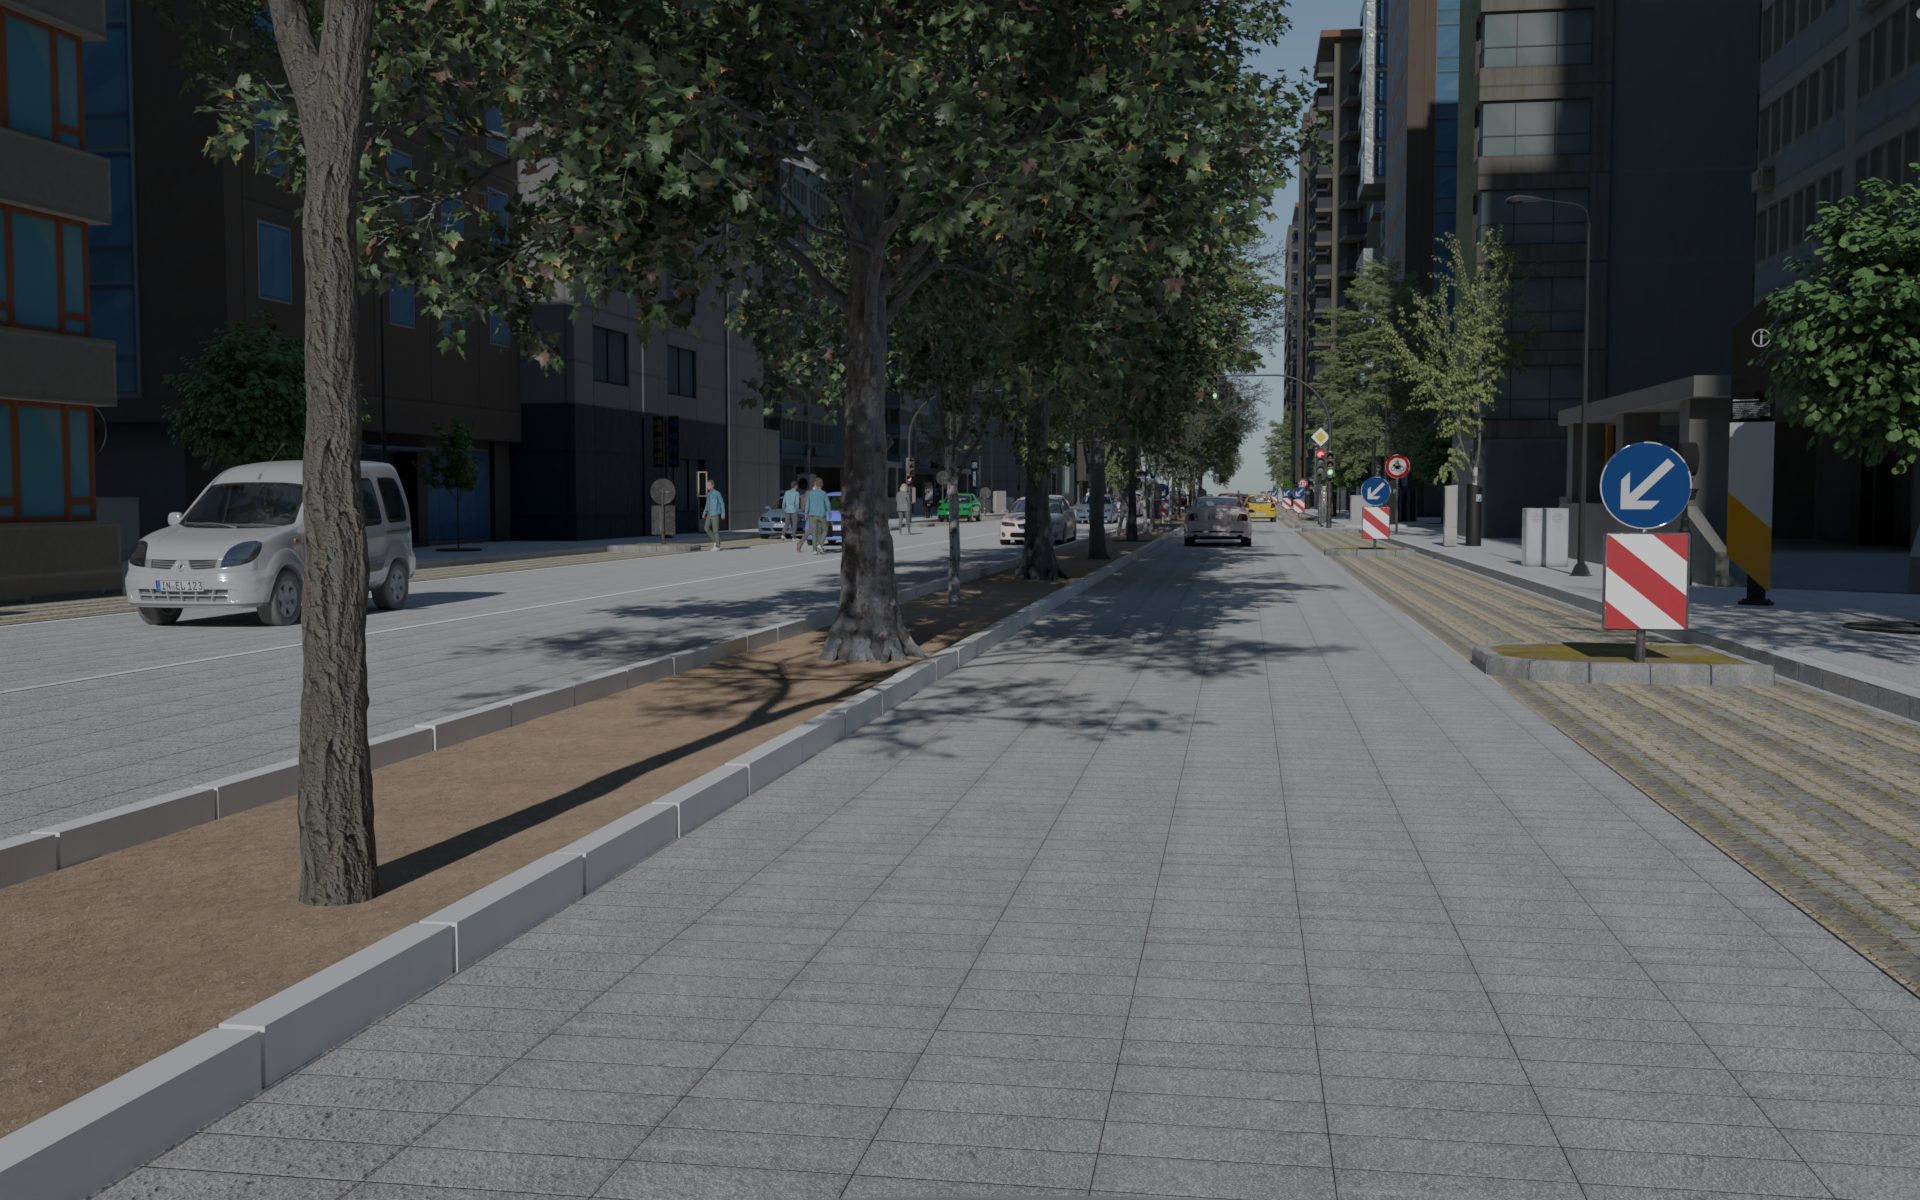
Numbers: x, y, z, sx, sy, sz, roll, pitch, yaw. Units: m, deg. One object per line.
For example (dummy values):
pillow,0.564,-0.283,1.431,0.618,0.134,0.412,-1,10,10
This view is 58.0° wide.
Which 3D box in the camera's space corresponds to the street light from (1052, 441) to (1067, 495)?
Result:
street light,8.659,-10.969,151.876,1.470,5.913,1.316,1,4,9

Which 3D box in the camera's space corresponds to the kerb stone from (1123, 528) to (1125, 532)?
kerb stone,5.882,-2.540,63.720,0.120,0.150,1.000,1,4,9

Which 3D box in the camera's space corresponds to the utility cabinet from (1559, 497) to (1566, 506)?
utility cabinet,15.296,-1.937,42.824,1.020,1.237,0.306,-2,4,-25

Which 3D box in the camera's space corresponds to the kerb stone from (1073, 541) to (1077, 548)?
kerb stone,2.903,-1.425,45.487,0.120,0.150,1.000,1,4,9

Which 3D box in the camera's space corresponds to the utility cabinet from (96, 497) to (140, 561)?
utility cabinet,-16.166,-1.335,32.986,0.306,1.237,1.020,2,4,28

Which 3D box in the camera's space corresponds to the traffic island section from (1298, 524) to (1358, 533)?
traffic island section,13.975,-2.646,65.545,2.009,0.180,2.903,1,4,9

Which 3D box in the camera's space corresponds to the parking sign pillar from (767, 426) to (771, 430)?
parking sign pillar,-7.841,-4.892,68.451,1.447,3.967,1.447,1,4,12

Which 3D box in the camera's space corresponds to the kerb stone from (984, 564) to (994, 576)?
kerb stone,0.413,-0.497,30.324,0.120,0.150,1.000,1,4,9

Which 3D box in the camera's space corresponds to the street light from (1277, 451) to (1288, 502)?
street light,34.898,-12.978,184.732,1.470,5.913,1.316,1,4,9

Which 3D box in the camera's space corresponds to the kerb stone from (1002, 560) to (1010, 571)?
kerb stone,0.752,-0.619,32.341,0.120,0.150,1.000,1,4,9

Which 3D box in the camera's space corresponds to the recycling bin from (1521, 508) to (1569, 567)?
recycling bin,10.421,-1.119,30.857,0.722,1.027,0.722,1,4,12

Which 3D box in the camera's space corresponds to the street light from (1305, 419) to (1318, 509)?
street light,22.352,-8.274,107.816,1.470,5.913,1.316,1,4,9

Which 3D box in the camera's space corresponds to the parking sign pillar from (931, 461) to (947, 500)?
parking sign pillar,-1.479,-9.487,143.583,1.447,3.967,1.447,2,4,31

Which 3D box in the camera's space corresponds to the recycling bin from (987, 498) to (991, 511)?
recycling bin,2.205,-6.822,124.094,0.722,1.027,0.722,2,4,30

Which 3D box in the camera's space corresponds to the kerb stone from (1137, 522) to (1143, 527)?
kerb stone,8.124,-3.377,77.427,0.120,0.150,1.000,1,4,9

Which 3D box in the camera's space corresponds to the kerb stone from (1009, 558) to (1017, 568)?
kerb stone,0.918,-0.678,33.354,0.120,0.150,1.000,1,4,9

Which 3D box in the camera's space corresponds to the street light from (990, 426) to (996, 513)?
street light,2.660,-8.713,115.004,1.470,5.913,1.316,1,4,9

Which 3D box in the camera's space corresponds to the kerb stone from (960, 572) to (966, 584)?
kerb stone,-0.082,-0.312,27.290,0.120,0.150,1.000,1,4,9

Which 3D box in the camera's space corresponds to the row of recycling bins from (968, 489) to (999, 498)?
row of recycling bins,1.623,-7.909,136.424,3.534,1.692,1.069,-3,4,-36

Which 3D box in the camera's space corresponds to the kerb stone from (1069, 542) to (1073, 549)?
kerb stone,2.736,-1.363,44.479,0.120,0.150,1.000,1,4,9

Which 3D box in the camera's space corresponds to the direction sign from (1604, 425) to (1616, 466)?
direction sign,18.124,-3.451,48.416,0.876,3.537,0.379,1,4,13

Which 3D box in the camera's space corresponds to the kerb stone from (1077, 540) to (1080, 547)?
kerb stone,3.055,-1.487,46.514,0.120,0.150,1.000,1,4,9

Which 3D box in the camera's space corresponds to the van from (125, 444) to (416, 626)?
van,-7.929,-0.805,20.169,2.013,2.044,4.112,0,4,8

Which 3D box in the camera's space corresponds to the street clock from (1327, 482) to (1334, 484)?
street clock,21.535,-5.878,100.668,0.471,2.002,0.358,-3,5,-41

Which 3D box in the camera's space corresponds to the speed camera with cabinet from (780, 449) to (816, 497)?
speed camera with cabinet,-7.408,-5.057,77.018,2.038,3.252,0.660,2,4,28

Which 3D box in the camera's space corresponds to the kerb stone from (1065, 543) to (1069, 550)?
kerb stone,2.567,-1.300,43.465,0.120,0.150,1.000,1,4,9

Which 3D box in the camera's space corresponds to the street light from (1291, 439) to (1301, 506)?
street light,28.772,-10.659,146.819,1.470,5.913,1.316,1,4,9

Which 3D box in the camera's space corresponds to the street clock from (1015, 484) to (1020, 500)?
street clock,4.198,-7.468,126.678,0.358,2.002,0.471,2,4,30

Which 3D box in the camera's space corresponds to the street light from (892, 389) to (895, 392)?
street light,-3.564,-6.372,76.724,1.470,5.913,1.316,1,4,9

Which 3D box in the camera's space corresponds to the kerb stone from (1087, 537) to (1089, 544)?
kerb stone,3.563,-1.673,49.553,0.120,0.150,1.000,1,4,9

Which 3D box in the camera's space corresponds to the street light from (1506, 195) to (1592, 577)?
street light,9.188,-3.333,27.037,1.470,5.913,1.316,1,4,9

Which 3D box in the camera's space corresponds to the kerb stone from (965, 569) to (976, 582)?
kerb stone,0.082,-0.373,28.299,0.120,0.150,1.000,1,4,9

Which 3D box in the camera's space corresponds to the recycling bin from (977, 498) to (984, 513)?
recycling bin,1.146,-6.476,118.434,0.722,1.027,0.722,-3,5,-44

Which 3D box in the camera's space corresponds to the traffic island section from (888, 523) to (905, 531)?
traffic island section,-3.534,-2.821,68.403,2.009,0.180,2.903,1,4,9

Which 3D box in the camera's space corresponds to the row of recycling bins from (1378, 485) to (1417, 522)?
row of recycling bins,20.260,-4.479,80.351,1.069,1.692,3.534,2,4,34

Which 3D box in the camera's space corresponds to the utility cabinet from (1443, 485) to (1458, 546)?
utility cabinet,12.039,-2.073,42.567,0.318,1.500,1.173,1,4,14

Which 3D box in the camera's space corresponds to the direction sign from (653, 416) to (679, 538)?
direction sign,-8.532,-3.568,50.331,0.876,3.537,0.379,2,4,24

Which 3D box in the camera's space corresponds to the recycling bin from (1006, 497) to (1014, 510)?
recycling bin,3.930,-7.858,141.026,0.722,1.027,0.722,3,5,44

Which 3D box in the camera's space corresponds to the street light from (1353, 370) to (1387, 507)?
street light,15.440,-5.661,65.103,1.470,5.913,1.316,1,4,9

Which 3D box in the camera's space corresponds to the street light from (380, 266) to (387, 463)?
street light,-10.626,-3.724,33.428,1.470,5.913,1.316,1,4,9

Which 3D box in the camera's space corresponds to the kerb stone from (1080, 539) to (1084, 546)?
kerb stone,3.228,-1.549,47.529,0.120,0.150,1.000,1,4,9

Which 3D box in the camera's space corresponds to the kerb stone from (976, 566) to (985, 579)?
kerb stone,0.249,-0.435,29.307,0.120,0.150,1.000,1,4,9

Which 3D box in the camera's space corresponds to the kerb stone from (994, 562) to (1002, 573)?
kerb stone,0.591,-0.557,31.332,0.120,0.150,1.000,1,4,9

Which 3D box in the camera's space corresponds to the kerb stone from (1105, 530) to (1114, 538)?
kerb stone,5.049,-2.228,58.664,0.120,0.150,1.000,1,4,9

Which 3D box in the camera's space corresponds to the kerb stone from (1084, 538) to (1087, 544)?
kerb stone,3.396,-1.607,48.538,0.120,0.150,1.000,1,4,9

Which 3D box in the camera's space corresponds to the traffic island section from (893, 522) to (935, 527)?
traffic island section,-2.245,-3.303,76.284,2.009,0.180,2.903,1,4,9

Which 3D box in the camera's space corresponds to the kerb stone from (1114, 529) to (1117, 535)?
kerb stone,5.221,-2.292,59.675,0.120,0.150,1.000,1,4,9

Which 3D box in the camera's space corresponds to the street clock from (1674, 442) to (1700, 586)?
street clock,10.150,-1.203,24.247,0.358,2.002,0.471,0,4,8

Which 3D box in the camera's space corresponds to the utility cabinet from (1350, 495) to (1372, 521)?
utility cabinet,19.214,-4.391,82.948,1.020,1.237,0.306,0,4,2

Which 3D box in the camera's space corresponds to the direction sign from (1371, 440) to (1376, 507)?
direction sign,17.560,-4.988,73.548,0.379,3.537,0.876,1,4,23

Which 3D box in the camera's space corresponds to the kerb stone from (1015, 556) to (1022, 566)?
kerb stone,1.079,-0.741,34.367,0.120,0.150,1.000,1,4,9

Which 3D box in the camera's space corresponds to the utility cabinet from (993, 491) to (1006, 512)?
utility cabinet,2.793,-6.971,122.657,0.318,1.500,1.173,3,4,37

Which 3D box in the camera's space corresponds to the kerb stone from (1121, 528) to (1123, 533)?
kerb stone,5.715,-2.478,62.706,0.120,0.150,1.000,1,4,9

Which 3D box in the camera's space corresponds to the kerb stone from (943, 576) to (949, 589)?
kerb stone,-0.251,-0.250,26.282,0.120,0.150,1.000,1,4,9

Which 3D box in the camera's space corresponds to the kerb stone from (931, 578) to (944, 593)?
kerb stone,-0.414,-0.188,25.272,0.120,0.150,1.000,1,4,9

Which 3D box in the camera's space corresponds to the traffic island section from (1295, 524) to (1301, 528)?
traffic island section,15.264,-3.128,73.425,2.009,0.180,2.903,1,4,9

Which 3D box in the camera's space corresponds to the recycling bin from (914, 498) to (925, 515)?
recycling bin,-2.488,-5.883,108.737,0.722,1.027,0.722,1,4,9

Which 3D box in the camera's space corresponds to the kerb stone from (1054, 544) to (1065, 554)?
kerb stone,2.400,-1.238,42.452,0.120,0.150,1.000,1,4,9
